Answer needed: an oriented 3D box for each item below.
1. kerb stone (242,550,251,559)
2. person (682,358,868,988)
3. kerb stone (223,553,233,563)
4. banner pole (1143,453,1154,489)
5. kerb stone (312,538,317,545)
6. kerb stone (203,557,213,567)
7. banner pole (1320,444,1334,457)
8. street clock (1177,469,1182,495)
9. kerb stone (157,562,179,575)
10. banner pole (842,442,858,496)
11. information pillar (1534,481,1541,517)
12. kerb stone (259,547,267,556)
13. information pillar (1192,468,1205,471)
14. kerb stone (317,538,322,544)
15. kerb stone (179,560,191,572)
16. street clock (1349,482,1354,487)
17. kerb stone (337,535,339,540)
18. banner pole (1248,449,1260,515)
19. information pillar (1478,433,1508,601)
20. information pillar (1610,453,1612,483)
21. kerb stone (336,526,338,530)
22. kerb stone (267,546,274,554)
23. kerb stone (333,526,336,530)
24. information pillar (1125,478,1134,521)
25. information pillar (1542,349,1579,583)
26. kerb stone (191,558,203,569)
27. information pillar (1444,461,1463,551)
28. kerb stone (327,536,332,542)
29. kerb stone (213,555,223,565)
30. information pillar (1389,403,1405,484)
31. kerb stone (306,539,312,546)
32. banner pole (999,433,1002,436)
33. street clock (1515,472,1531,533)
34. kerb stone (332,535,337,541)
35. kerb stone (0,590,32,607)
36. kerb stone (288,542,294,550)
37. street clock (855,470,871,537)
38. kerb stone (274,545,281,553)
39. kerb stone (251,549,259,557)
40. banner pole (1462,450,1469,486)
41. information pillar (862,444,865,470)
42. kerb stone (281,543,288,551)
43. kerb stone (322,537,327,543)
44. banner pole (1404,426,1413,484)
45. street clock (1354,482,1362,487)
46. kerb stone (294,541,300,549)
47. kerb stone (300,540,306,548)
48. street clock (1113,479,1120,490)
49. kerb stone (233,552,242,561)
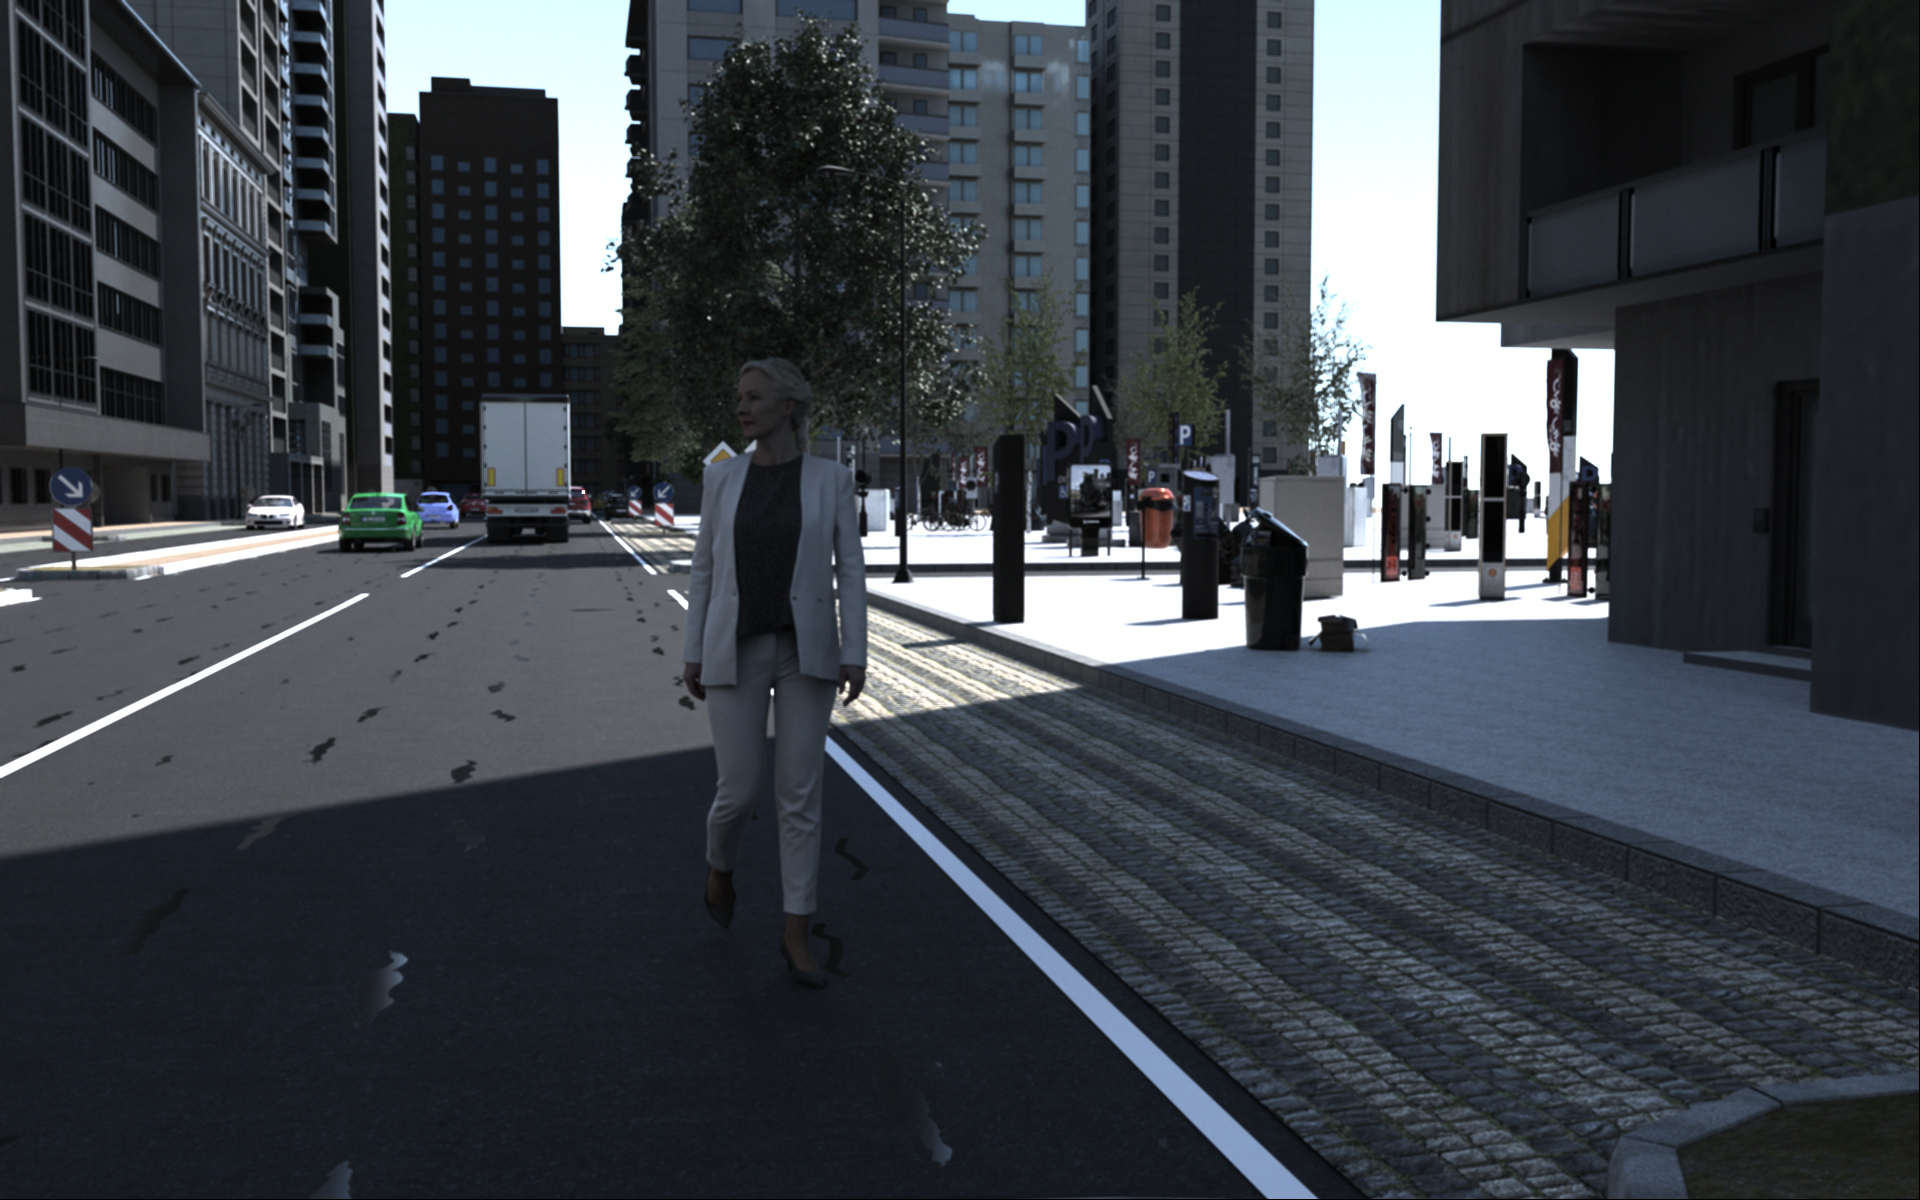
[{"bbox_3d":[-15.904,-0.983,38.313,0.120,0.150,1.000,-1,4,-13],"label":"kerb stone"},{"bbox_3d":[-0.586,0.187,5.322,0.514,1.842,0.818,-1,4,-20],"label":"person"},{"bbox_3d":[-15.451,-0.862,36.300,0.120,0.150,1.000,-1,4,-13],"label":"kerb stone"},{"bbox_3d":[11.615,-7.101,106.122,0.863,3.779,0.401,1,4,21],"label":"banner pole"},{"bbox_3d":[-18.149,-1.599,48.341,0.120,0.150,1.000,-1,4,-13],"label":"kerb stone"},{"bbox_3d":[-15.011,-0.736,34.303,0.120,0.150,1.000,-1,4,-13],"label":"kerb stone"},{"bbox_3d":[18.425,-5.923,86.857,0.863,3.779,0.401,0,4,5],"label":"banner pole"},{"bbox_3d":[5.639,-2.538,46.067,0.471,2.002,0.358,0,4,0],"label":"street clock"},{"bbox_3d":[-14.329,-0.557,31.297,0.120,0.150,1.000,-1,4,-13],"label":"kerb stone"},{"bbox_3d":[-5.347,-5.660,82.551,0.863,3.779,0.401,-1,4,-9],"label":"banner pole"},{"bbox_3d":[32.344,-5.658,97.005,0.304,2.012,0.304,0,4,-3],"label":"information pillar"},{"bbox_3d":[-16.351,-1.108,40.308,0.120,0.150,1.000,-1,4,-13],"label":"kerb stone"},{"bbox_3d":[6.816,-2.761,49.626,0.304,2.012,0.304,0,4,-6],"label":"information pillar"},{"bbox_3d":[-18.371,-1.660,49.342,0.120,0.150,1.000,-1,4,-13],"label":"kerb stone"},{"bbox_3d":[-14.559,-0.618,32.306,0.120,0.150,1.000,-1,4,-13],"label":"kerb stone"},{"bbox_3d":[24.438,-6.307,107.687,0.471,2.002,0.358,-2,4,-30],"label":"street clock"},{"bbox_3d":[-19.267,-1.905,53.355,0.120,0.150,1.000,-1,4,-13],"label":"kerb stone"},{"bbox_3d":[16.069,-6.423,95.029,0.863,3.779,0.401,0,4,2],"label":"banner pole"},{"bbox_3d":[6.448,-1.008,20.968,0.304,2.012,0.304,1,4,13],"label":"information pillar"},{"bbox_3d":[31.328,-5.597,82.868,0.183,3.616,0.504,-2,4,-25],"label":"information pillar"},{"bbox_3d":[-24.897,-2.857,68.911,0.120,0.150,1.000,-1,4,-13],"label":"kerb stone"},{"bbox_3d":[-16.578,-1.170,41.322,0.120,0.150,1.000,-1,4,-13],"label":"kerb stone"},{"bbox_3d":[-24.688,-2.796,67.910,0.120,0.150,1.000,-1,4,-13],"label":"kerb stone"},{"bbox_3d":[7.843,-4.619,80.020,0.304,2.012,0.304,2,4,30],"label":"information pillar"},{"bbox_3d":[8.645,-2.050,24.875,0.183,3.616,0.504,-1,4,-23],"label":"information pillar"},{"bbox_3d":[-14.786,-0.680,33.306,0.120,0.150,1.000,-1,4,-13],"label":"kerb stone"},{"bbox_3d":[11.066,-2.100,38.830,0.304,2.012,0.304,0,4,-6],"label":"information pillar"},{"bbox_3d":[-18.826,-1.776,51.356,0.120,0.150,1.000,-1,4,-13],"label":"kerb stone"},{"bbox_3d":[-15.237,-0.799,35.300,0.120,0.150,1.000,-1,4,-13],"label":"kerb stone"},{"bbox_3d":[11.253,-3.256,44.588,0.504,3.616,0.183,-3,4,-37],"label":"information pillar"},{"bbox_3d":[-17.925,-1.538,47.335,0.120,0.150,1.000,-1,4,-13],"label":"kerb stone"},{"bbox_3d":[1.635,-4.991,71.621,0.401,3.779,0.863,0,4,-4],"label":"banner pole"},{"bbox_3d":[18.497,-3.205,56.975,0.471,2.002,0.358,2,4,24],"label":"street clock"},{"bbox_3d":[-19.051,-1.845,52.353,0.120,0.150,1.000,-1,4,-13],"label":"kerb stone"},{"bbox_3d":[-12.423,-0.033,22.772,0.120,0.150,1.000,-1,4,-13],"label":"kerb stone"},{"bbox_3d":[-17.253,-1.353,44.320,0.120,0.150,1.000,-1,4,-13],"label":"kerb stone"},{"bbox_3d":[-2.893,-2.884,51.725,0.471,2.002,0.358,3,5,40],"label":"street clock"},{"bbox_3d":[-16.805,-1.229,42.325,0.120,0.150,1.000,-1,4,-13],"label":"kerb stone"},{"bbox_3d":[-16.122,-1.047,39.311,0.120,0.150,1.000,-1,4,-13],"label":"kerb stone"},{"bbox_3d":[28.819,-6.658,98.880,0.401,3.779,0.863,-1,4,-8],"label":"banner pole"},{"bbox_3d":[-3.751,-4.650,67.377,0.183,3.616,0.504,0,4,-5],"label":"information pillar"},{"bbox_3d":[-17.020,-1.292,43.325,0.120,0.150,1.000,-1,4,-13],"label":"kerb stone"},{"bbox_3d":[-18.597,-1.722,50.348,0.120,0.150,1.000,-1,4,-13],"label":"kerb stone"},{"bbox_3d":[16.475,-4.539,64.229,0.863,3.779,0.401,3,5,40],"label":"banner pole"},{"bbox_3d":[24.746,-6.253,106.812,0.471,2.002,0.358,1,4,20],"label":"street clock"},{"bbox_3d":[-17.479,-1.415,45.328,0.120,0.150,1.000,-1,4,-13],"label":"kerb stone"},{"bbox_3d":[-17.699,-1.476,46.326,0.120,0.150,1.000,-1,4,-13],"label":"kerb stone"},{"bbox_3d":[7.568,-4.908,84.815,0.471,2.002,0.358,-1,4,-22],"label":"street clock"},{"bbox_3d":[-15.688,-0.924,37.304,0.120,0.150,1.000,-1,4,-13],"label":"kerb stone"}]
